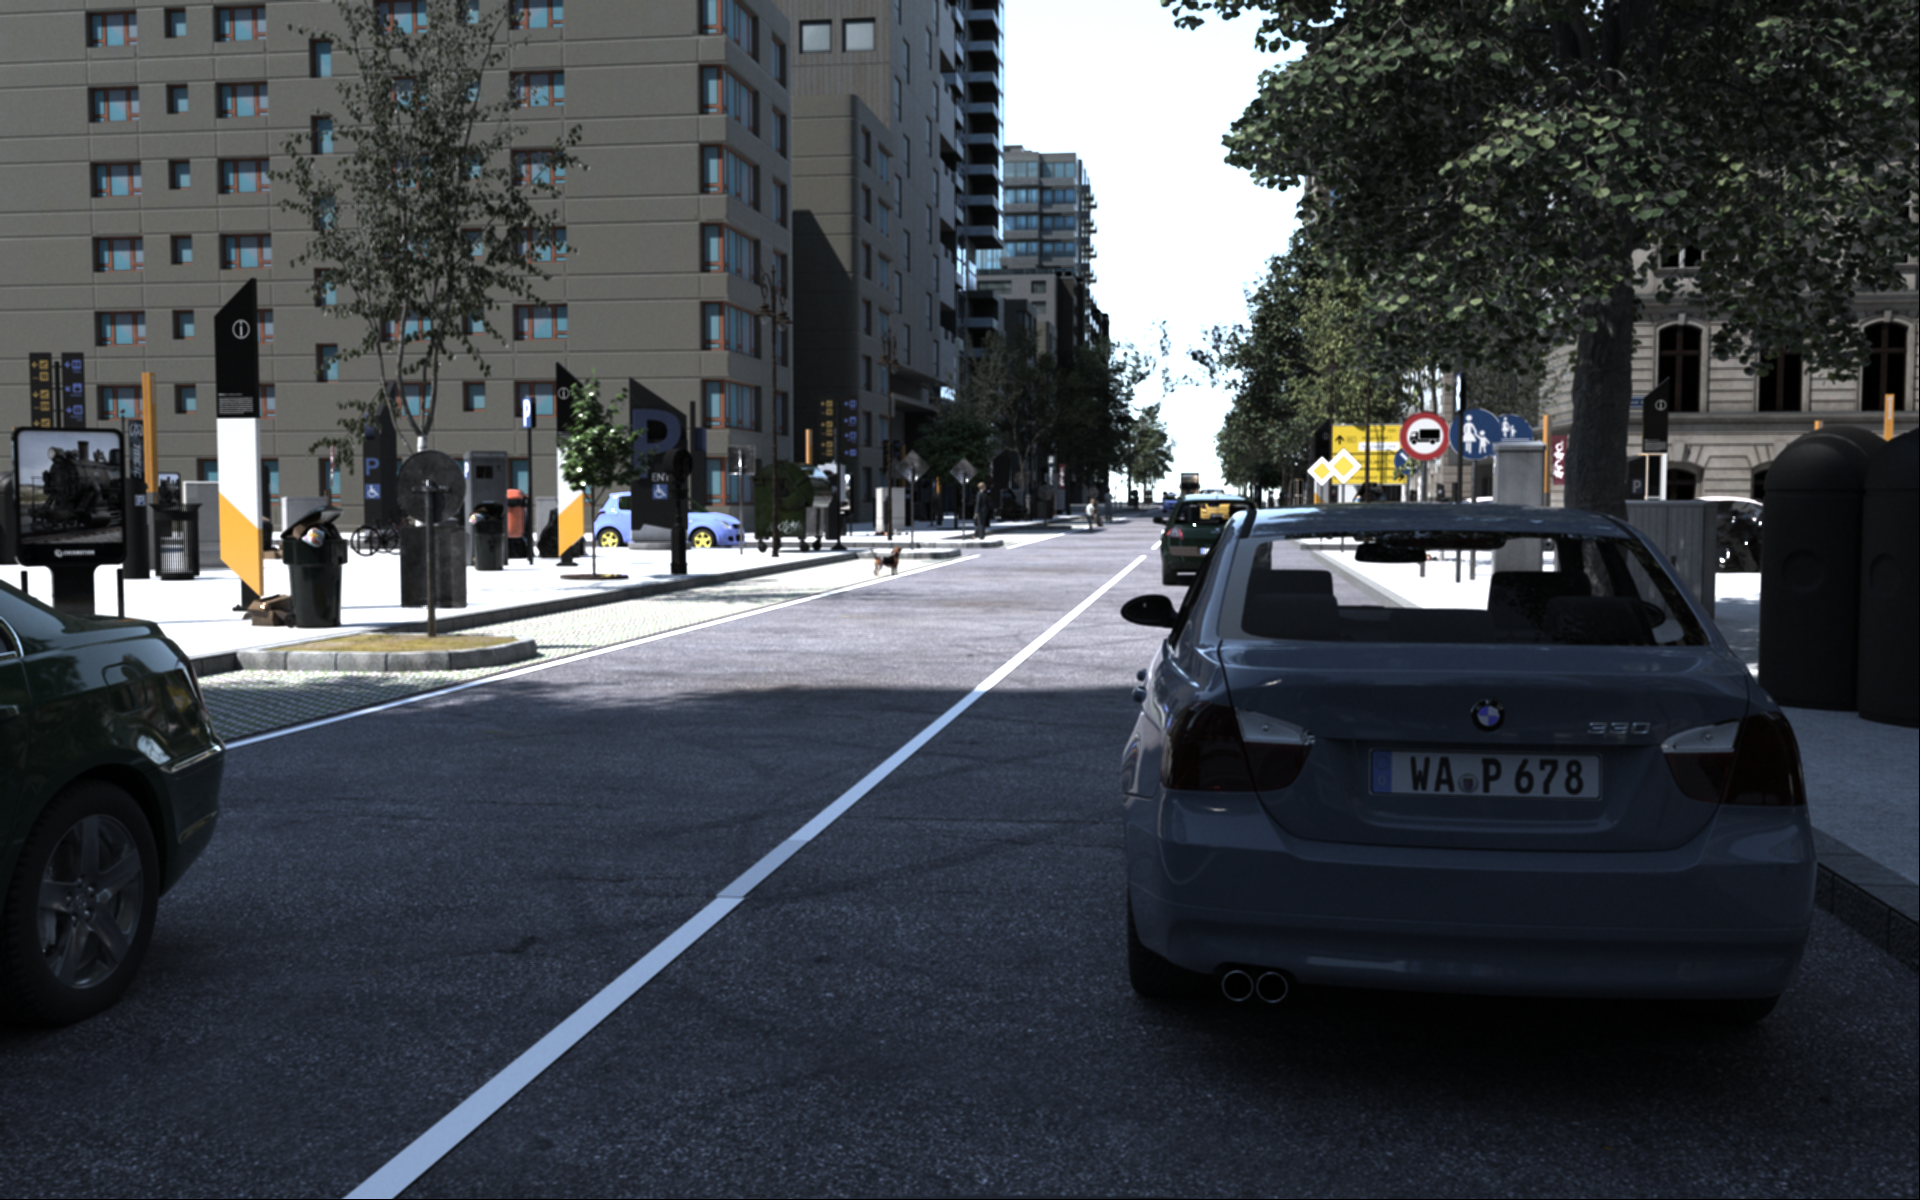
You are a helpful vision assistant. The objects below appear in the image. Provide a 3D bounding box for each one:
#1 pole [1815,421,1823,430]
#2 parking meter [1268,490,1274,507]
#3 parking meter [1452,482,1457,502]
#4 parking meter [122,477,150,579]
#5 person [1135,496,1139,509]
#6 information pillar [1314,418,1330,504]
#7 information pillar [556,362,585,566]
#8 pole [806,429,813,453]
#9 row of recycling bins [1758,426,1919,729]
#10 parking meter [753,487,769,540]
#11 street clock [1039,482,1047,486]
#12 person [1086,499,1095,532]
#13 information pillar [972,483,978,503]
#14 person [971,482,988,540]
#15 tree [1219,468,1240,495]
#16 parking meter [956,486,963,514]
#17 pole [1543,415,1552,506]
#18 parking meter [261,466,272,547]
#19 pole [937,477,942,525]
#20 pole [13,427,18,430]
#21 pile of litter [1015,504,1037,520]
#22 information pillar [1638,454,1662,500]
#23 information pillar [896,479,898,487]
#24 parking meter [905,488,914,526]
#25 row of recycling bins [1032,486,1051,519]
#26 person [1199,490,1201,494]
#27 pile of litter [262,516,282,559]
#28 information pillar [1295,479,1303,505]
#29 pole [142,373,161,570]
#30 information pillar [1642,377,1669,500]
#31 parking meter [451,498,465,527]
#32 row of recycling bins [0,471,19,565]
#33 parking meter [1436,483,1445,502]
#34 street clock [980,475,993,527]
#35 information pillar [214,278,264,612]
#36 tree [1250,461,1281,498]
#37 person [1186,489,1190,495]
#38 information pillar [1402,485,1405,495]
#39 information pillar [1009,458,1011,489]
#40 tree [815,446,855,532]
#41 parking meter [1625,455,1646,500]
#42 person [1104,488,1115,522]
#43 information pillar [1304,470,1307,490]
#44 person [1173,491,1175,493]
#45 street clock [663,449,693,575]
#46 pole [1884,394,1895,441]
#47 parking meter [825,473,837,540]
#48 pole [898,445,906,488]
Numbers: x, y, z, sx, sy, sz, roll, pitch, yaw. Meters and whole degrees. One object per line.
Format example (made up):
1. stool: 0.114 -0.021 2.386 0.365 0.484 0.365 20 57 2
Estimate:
1. pole: 23.870 -3.326 48.226 0.158 3.312 0.155 0 3 0
2. parking meter: 18.145 -5.664 101.011 0.372 1.533 0.369 0 3 0
3. parking meter: 24.774 -4.941 86.488 0.399 1.863 0.255 -2 4 -33
4. parking meter: -12.466 -1.086 26.171 0.372 1.533 0.369 0 3 0
5. person: 15.204 -8.390 148.915 0.421 1.427 0.697 0 4 1
6. information pillar: 11.192 -3.799 53.468 0.504 3.616 0.183 -1 4 -17
7. information pillar: -6.904 -2.404 30.662 0.504 3.616 0.183 1 4 10
8. pole: -4.743 -3.712 54.533 0.158 3.312 0.155 0 3 0
9. row of recycling bins: 5.720 -0.132 9.264 1.069 1.692 3.534 -1 4 -18
10. parking meter: -5.558 -2.614 48.450 0.399 1.863 0.255 1 4 20
11. street clock: 4.787 -5.827 99.837 0.471 2.002 0.358 -2 4 -26
12. person: 4.895 -3.167 64.963 0.352 1.250 0.332 0 4 -5
13. information pillar: 0.943 -6.431 109.640 0.304 2.012 0.304 -3 5 -44
14. person: 0.584 -2.566 50.878 0.534 1.772 0.576 0 4 -7
15. tree: 43.986 -21.530 270.140 7.486 12.596 7.792 0 3 0
16. parking meter: -0.015 -6.539 112.615 0.399 1.863 0.255 -3 4 -39
17. pole: 15.156 -3.115 44.767 0.158 3.312 0.155 0 3 0
18. parking meter: -14.387 -1.838 35.768 0.255 1.863 0.399 -1 4 -15
19. pole: -0.849 -4.725 71.091 0.158 3.312 0.155 0 3 0
20. pole: -28.684 -3.601 52.720 0.158 3.312 0.155 0 3 0
21. pile of litter: 3.083 -4.455 86.804 1.719 0.858 1.176 -1 4 -13
22. information pillar: 12.657 -1.672 31.824 0.304 2.012 0.304 -1 4 -11
23. information pillar: -2.925 -4.763 82.362 0.304 2.012 0.304 1 4 16
24. parking meter: -2.030 -3.712 69.096 0.372 1.533 0.369 0 3 0
25. row of recycling bins: 4.304 -5.146 91.243 1.069 1.692 3.534 0 4 4
26. person: 24.814 -10.407 178.738 1.350 1.814 0.705 -1 4 -12
27. pile of litter: -13.689 -1.249 34.379 1.719 0.858 1.176 -3 4 -37
28. information pillar: 16.786 -4.975 85.828 0.304 2.012 0.304 -1 4 -19
29. pole: -13.630 -2.162 29.189 0.158 3.312 0.155 0 3 0
30. information pillar: 14.003 -2.663 34.897 0.504 3.616 0.183 1 4 8
31. parking meter: -11.821 -1.986 40.878 0.372 1.533 0.369 0 3 0
32. row of recycling bins: -18.578 -1.467 31.092 3.534 1.692 1.069 -2 4 -25
33. parking meter: 25.685 -5.313 92.571 0.399 1.863 0.255 2 4 23
34. street clock: 1.034 -3.836 67.284 0.471 2.002 0.358 -3 5 -40
35. information pillar: -7.854 -1.685 18.902 0.504 3.616 0.183 1 4 12
36. tree: 23.523 -8.987 130.643 4.285 4.588 4.351 0 3 0
37. person: 14.609 -6.266 111.291 0.374 1.781 0.599 0 4 -6
38. information pillar: 21.993 -5.781 85.876 0.183 3.616 0.504 0 4 3
39. information pillar: 3.228 -7.404 112.408 0.183 3.616 0.504 1 4 8
40. tree: -4.600 -3.965 59.433 1.663 3.219 1.824 0 3 0
41. parking meter: 10.045 -1.241 26.007 0.399 1.863 0.255 -2 4 -24
42. person: 7.591 -4.819 87.853 0.480 1.755 0.524 1 4 22
43. information pillar: 23.788 -7.850 119.703 0.183 3.616 0.504 -2 4 -27
44. person: 22.376 -10.513 181.096 1.217 1.735 0.721 0 4 -8
45. street clock: -4.499 -1.413 27.666 0.358 2.002 0.471 2 4 32
46. pole: 18.947 -2.541 35.394 0.158 3.312 0.155 0 3 0
47. parking meter: -3.577 -2.602 48.253 0.399 1.863 0.255 -2 4 -27
48. pole: -2.344 -4.745 71.419 0.158 3.312 0.155 0 3 0
